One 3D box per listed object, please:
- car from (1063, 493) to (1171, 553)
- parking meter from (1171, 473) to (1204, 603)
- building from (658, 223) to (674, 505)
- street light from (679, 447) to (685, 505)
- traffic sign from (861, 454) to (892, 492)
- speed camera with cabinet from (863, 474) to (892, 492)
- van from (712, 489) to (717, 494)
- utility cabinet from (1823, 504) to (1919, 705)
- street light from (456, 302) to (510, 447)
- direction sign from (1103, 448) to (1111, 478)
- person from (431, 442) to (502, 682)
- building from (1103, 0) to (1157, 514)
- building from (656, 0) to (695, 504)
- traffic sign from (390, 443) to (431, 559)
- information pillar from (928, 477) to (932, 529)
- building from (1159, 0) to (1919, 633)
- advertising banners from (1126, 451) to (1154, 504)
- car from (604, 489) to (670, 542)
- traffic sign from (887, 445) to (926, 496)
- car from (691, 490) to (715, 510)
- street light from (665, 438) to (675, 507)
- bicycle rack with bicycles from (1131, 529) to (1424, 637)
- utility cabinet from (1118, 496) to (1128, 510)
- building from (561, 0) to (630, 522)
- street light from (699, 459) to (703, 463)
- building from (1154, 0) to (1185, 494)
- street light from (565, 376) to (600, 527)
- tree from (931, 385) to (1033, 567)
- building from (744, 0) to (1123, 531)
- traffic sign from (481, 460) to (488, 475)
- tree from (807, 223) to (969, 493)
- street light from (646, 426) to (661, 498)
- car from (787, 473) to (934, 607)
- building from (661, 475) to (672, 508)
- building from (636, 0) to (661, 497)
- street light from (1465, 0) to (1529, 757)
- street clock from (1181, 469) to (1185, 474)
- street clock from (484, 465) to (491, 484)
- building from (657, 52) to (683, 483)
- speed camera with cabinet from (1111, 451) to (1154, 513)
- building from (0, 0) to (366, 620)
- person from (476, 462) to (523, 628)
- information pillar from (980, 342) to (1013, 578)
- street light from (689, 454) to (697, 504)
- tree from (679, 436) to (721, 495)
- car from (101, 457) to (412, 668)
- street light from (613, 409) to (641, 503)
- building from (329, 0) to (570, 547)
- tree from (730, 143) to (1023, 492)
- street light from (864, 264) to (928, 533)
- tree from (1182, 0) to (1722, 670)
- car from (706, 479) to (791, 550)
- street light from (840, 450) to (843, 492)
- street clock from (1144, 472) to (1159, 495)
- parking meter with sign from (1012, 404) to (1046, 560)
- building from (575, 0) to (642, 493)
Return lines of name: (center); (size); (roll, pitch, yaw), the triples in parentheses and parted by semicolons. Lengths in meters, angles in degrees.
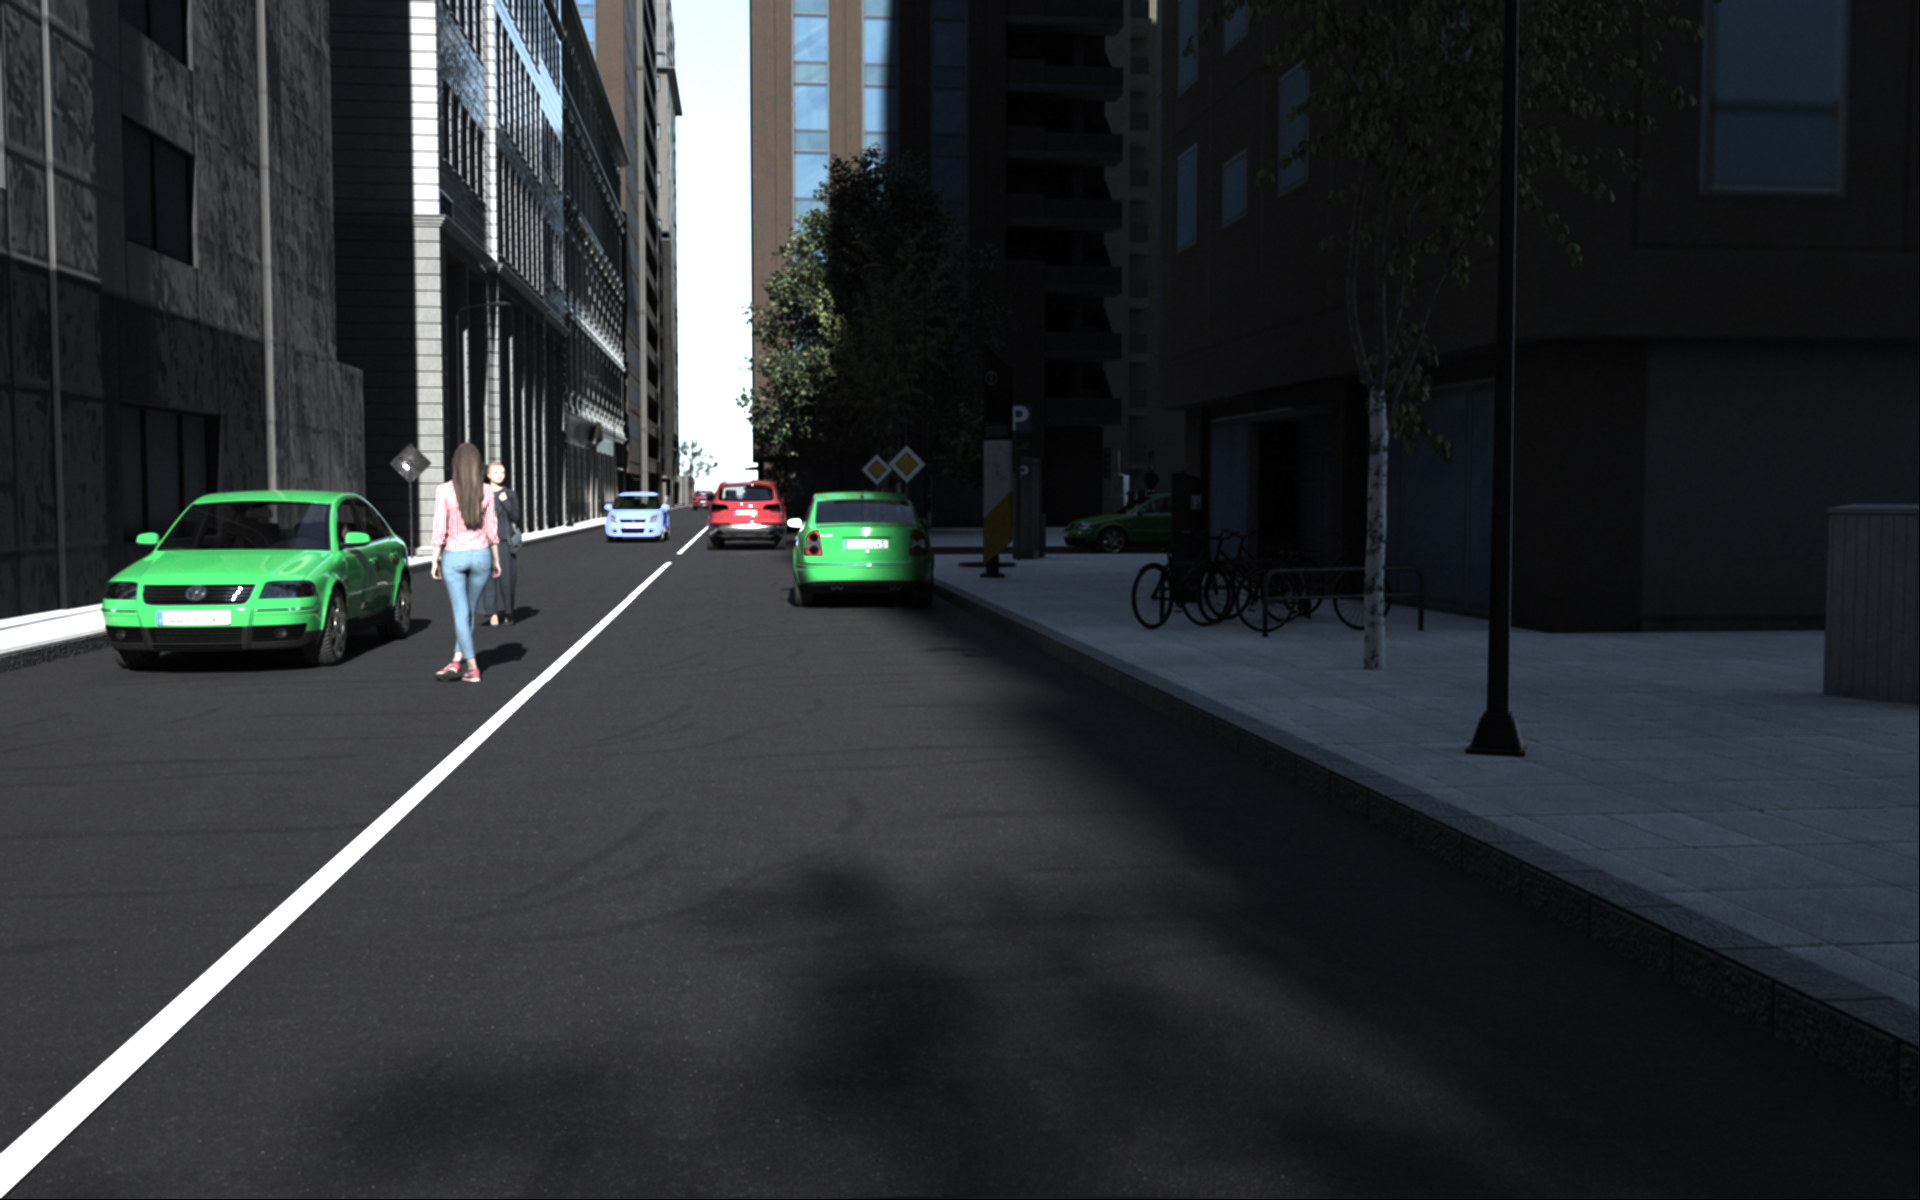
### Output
car: (4.825, -2.000, 41.498); (4.718, 1.807, 1.959); (-1, 4, -8)
parking meter: (2.697, -0.746, 20.610); (0.372, 1.533, 0.369); (0, 3, 0)
building: (-37.605, -25.103, 182.142); (14.160, 30.474, 14.107); (0, 4, -7)
street light: (-27.747, -12.104, 170.440); (1.470, 5.913, 1.316); (0, 4, -7)
traffic sign: (-2.073, -2.420, 43.203); (0.795, 2.450, 0.064); (0, 4, -7)
speed camera with cabinet: (-3.047, -4.279, 64.299); (0.660, 3.252, 2.038); (1, 4, 13)
van: (-24.809, -10.193, 173.672); (2.013, 2.044, 4.112); (0, 4, -6)
utility cabinet: (5.879, 0.031, 10.654); (0.306, 1.237, 1.020); (-2, 4, -32)
street light: (-11.544, -4.240, 41.863); (1.470, 5.913, 1.316); (0, 4, -7)
direction sign: (6.937, -5.679, 84.847); (0.876, 3.537, 0.379); (0, 4, 2)
person: (-3.761, -0.289, 13.237); (0.388, 1.821, 0.555); (3, 5, 45)
building: (0.484, -27.494, 104.157); (22.147, 44.769, 28.867); (0, 4, -7)
building: (-49.884, -49.963, 255.152); (20.563, 71.187, 20.611); (0, 4, -7)
traffic sign: (-10.806, -1.862, 34.090); (0.795, 2.450, 0.064); (0, 4, -7)
information pillar: (-1.177, -3.565, 62.783); (0.304, 2.012, 0.304); (0, 4, 3)
building: (11.110, -22.747, 22.024); (14.600, 45.320, 14.200); (0, 4, -7)
advertising banners: (7.449, -4.587, 71.192); (0.090, 3.025, 2.074); (-2, 4, -28)
car: (-9.780, -2.633, 52.638); (1.945, 1.707, 3.694); (0, 4, -5)
traffic sign: (-1.084, -1.935, 35.279); (0.795, 2.450, 0.064); (0, 4, -7)
car: (-23.119, -9.047, 156.592); (2.281, 1.827, 5.304); (0, 4, -6)
street light: (-24.415, -10.494, 144.119); (1.470, 5.913, 1.316); (0, 4, -7)
bicycle rack with bicycles: (2.967, -0.206, 16.747); (2.925, 0.926, 2.852); (-2, 4, -24)
utility cabinet: (7.135, -3.886, 74.694); (0.306, 1.237, 1.020); (2, 4, 27)
building: (-27.172, -19.248, 91.116); (17.030, 29.872, 44.131); (0, 4, -7)
street light: (-34.795, -15.554, 226.852); (1.470, 5.913, 1.316); (0, 4, -7)
building: (17.755, -26.464, 56.391); (21.600, 48.544, 21.300); (0, 4, -7)
street light: (-14.891, -5.860, 68.350); (1.470, 5.913, 1.316); (0, 4, -7)
tree: (0.474, -2.223, 30.949); (1.663, 3.219, 1.824); (0, 3, 0)
building: (-1.724, -25.772, 71.478); (14.600, 45.320, 14.200); (0, 4, -7)
traffic sign: (-11.795, -2.347, 42.014); (0.795, 2.450, 0.064); (0, 4, -7)
tree: (-1.883, -5.868, 46.312); (4.737, 8.622, 4.395); (0, 3, 0)
street light: (-21.190, -8.885, 117.812); (1.470, 5.913, 1.316); (0, 4, -7)
car: (-1.367, -0.898, 23.477); (1.959, 1.807, 4.718); (0, 4, -5)
building: (-43.653, -28.749, 161.931); (32.217, 40.220, 23.993); (0, 4, -7)
building: (-35.565, -31.535, 139.298); (21.300, 48.544, 21.600); (0, 4, -7)
street light: (2.140, -2.193, 8.392); (1.470, 5.913, 1.316); (0, 4, -7)
street clock: (6.523, -2.749, 49.512); (0.471, 2.002, 0.358); (-1, 4, -13)
street clock: (-11.830, -2.358, 43.123); (0.358, 2.002, 0.471); (0, 4, -3)
building: (-48.366, -37.990, 210.373); (28.713, 52.752, 27.495); (0, 4, -7)
speed camera with cabinet: (7.938, -5.204, 79.426); (2.038, 3.252, 0.660); (3, 4, 36)
building: (-20.693, -35.624, 20.698); (20.611, 71.187, 20.563); (0, 4, -7)
person: (-5.017, -0.598, 18.692); (0.576, 1.772, 0.534); (-1, 4, -21)
information pillar: (0.571, -2.155, 26.585); (0.504, 3.616, 0.183); (2, 4, 32)
street light: (-31.465, -13.946, 200.558); (1.470, 5.913, 1.316); (0, 4, -7)
tree: (-41.735, -20.684, 272.598); (8.767, 10.594, 7.601); (0, 4, -6)
car: (-6.220, -0.423, 15.718); (1.959, 1.807, 4.718); (0, 4, -7)
street light: (-18.324, -7.467, 94.631); (1.470, 5.913, 1.316); (0, 4, -7)
building: (-19.600, -16.965, 54.878); (11.434, 29.767, 29.804); (0, 4, -7)
tree: (-2.778, -8.543, 56.685); (9.611, 12.733, 9.660); (0, 3, 0)
street light: (-1.245, -3.833, 35.210); (1.470, 5.913, 1.316); (0, 4, -7)
tree: (3.280, -3.797, 12.441); (4.737, 8.622, 4.395); (0, 3, 0)
car: (-5.644, -2.296, 46.210); (2.281, 1.827, 5.304); (0, 4, -5)
street light: (-4.986, -5.652, 64.956); (1.470, 5.913, 1.316); (0, 4, -7)
street clock: (6.203, -3.160, 56.232); (0.471, 2.002, 0.358); (1, 4, 12)
parking meter with sign: (1.345, -2.335, 34.436); (0.543, 3.016, 1.738); (1, 4, 14)
building: (-30.091, -28.862, 121.997); (14.600, 45.320, 14.200); (0, 4, -7)
